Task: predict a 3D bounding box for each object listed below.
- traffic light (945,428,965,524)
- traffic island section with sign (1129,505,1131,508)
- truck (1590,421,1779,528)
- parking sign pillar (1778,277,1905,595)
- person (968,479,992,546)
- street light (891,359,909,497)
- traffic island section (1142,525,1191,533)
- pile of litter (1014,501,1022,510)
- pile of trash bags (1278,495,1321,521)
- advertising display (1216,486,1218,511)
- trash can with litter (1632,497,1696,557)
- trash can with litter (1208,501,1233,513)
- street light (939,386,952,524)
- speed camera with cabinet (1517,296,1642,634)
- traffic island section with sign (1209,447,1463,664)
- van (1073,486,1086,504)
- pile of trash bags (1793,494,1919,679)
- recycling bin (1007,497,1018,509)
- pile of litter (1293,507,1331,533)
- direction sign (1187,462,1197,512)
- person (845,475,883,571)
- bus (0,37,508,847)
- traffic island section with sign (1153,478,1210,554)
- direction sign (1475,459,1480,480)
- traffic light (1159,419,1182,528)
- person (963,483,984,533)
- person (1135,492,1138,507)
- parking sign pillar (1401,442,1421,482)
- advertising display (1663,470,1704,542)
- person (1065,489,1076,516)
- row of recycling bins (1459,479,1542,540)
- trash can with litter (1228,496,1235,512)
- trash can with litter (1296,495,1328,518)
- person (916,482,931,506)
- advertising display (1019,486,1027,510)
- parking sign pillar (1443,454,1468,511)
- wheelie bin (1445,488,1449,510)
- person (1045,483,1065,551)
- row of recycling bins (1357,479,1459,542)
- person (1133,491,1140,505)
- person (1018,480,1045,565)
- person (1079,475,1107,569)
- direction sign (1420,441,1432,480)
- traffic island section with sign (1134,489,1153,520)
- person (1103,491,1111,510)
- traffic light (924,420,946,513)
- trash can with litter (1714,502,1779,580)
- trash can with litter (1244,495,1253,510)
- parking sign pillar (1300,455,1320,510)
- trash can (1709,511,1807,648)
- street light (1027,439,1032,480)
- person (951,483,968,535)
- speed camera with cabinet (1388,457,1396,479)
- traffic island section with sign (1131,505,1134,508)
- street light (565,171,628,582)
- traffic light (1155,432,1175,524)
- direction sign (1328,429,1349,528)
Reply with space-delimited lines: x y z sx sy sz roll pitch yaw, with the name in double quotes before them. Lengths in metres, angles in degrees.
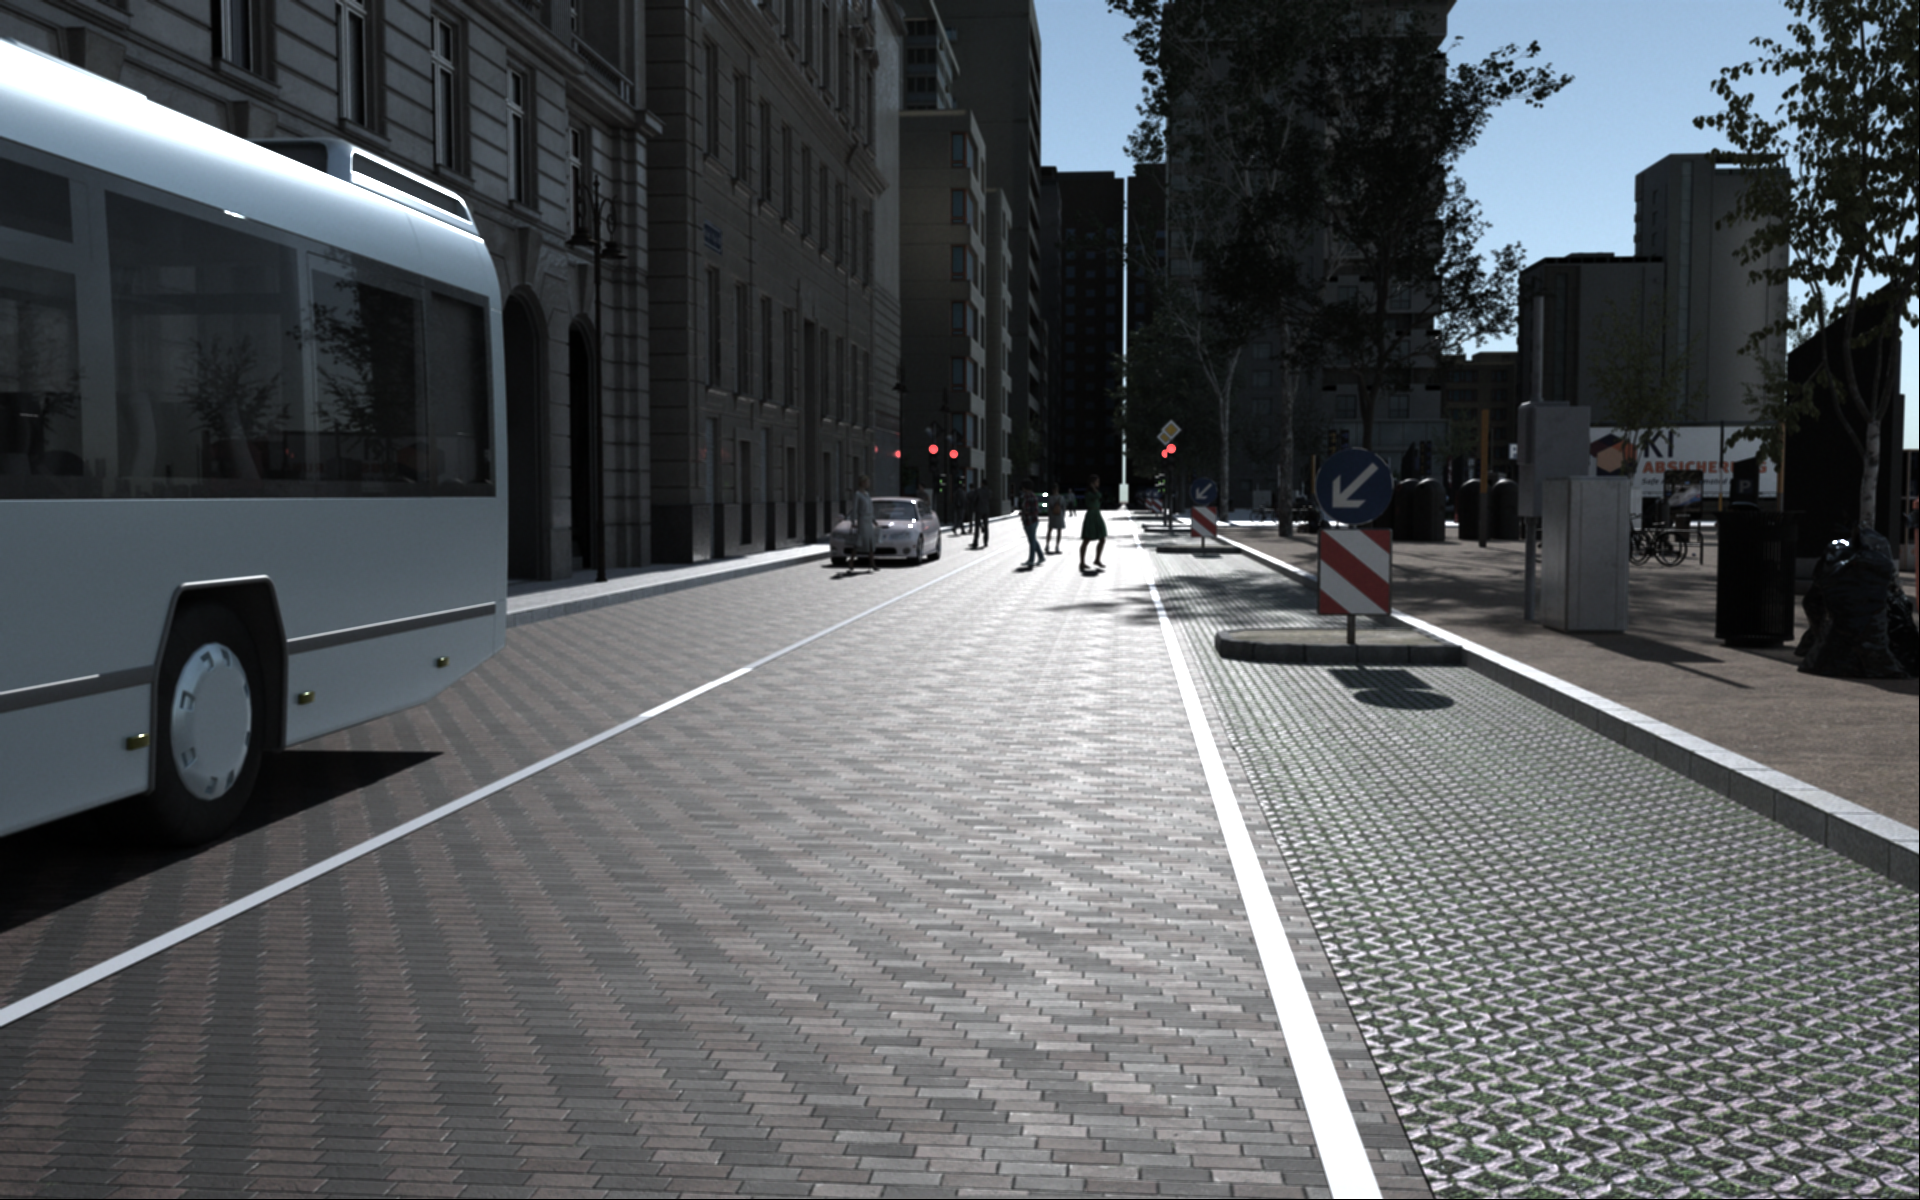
"traffic light" -0.220 -5.198 73.907 0.839 4.253 0.868 0 4 5
"traffic island section with sign" 18.209 -10.172 174.946 1.989 1.847 2.006 0 4 5
"truck" 29.288 -4.817 67.673 11.283 4.237 2.839 0 4 7
"parking sign pillar" 11.312 -2.062 22.180 1.447 3.967 1.447 -3 5 -43
"person" 0.548 -2.401 47.566 0.655 1.846 0.447 -2 4 -26
"street light" -2.024 -5.299 59.434 0.468 5.910 1.993 0 4 5
"traffic island section" 7.951 -2.629 65.257 2.009 0.180 2.903 0 4 5
"pile of litter" 4.534 -7.553 137.457 1.176 0.858 1.719 3 4 38
"pile of trash bags" 16.688 -4.398 81.663 3.447 1.369 1.912 1 4 19
"advertising display" 19.814 -7.831 133.258 0.123 1.923 0.974 0 4 3
"trash can with litter" 14.425 -1.530 36.067 1.678 1.210 2.233 2 4 35
"trash can with litter" 17.427 -6.530 117.829 2.233 1.210 1.678 1 4 8
"street light" -0.620 -6.208 74.296 0.468 5.910 1.993 0 4 5
"speed camera with cabinet" 5.922 -1.371 16.754 0.660 3.252 2.038 0 4 5
"traffic island section with sign" 3.314 -0.421 15.510 1.989 1.847 2.006 0 4 5
"van" 13.835 -11.815 197.563 2.240 2.365 5.245 0 4 6
"pile of trash bags" 6.883 -0.146 12.140 1.912 1.369 3.447 2 4 27
"recycling bin" 4.255 -7.840 140.735 0.722 1.027 0.722 -3 4 -38
"pile of litter" 11.551 -2.615 56.720 1.719 0.858 1.176 2 4 28
"direction sign" 16.557 -8.057 123.734 0.876 3.537 0.379 -2 4 -35
"person" -1.811 -1.442 32.429 0.624 1.780 0.694 3 5 44
"bus" -4.493 -0.556 3.952 2.948 3.499 13.247 0 4 4
"traffic island section with sign" 5.813 -2.062 42.350 1.989 1.847 2.006 0 4 5
"direction sign" 33.016 -7.282 111.061 0.379 3.537 0.876 -3 5 -44
"traffic light" 7.912 -4.662 65.147 0.839 4.253 0.868 0 4 5
"person" 0.506 -3.404 64.112 0.622 1.834 0.822 -2 4 -31
"person" 19.019 -10.892 187.521 0.436 1.711 0.756 1 4 13
"parking sign pillar" 23.496 -6.232 90.358 1.447 3.967 1.447 -1 4 -10
"advertising display" 19.307 -2.510 46.258 0.974 1.923 0.123 1 4 11
"person" 7.064 -6.258 111.310 0.782 1.767 0.515 2 4 35
"row of recycling bins" 15.897 -2.566 49.064 3.534 1.692 1.069 -1 4 -9
"trash can with litter" 19.467 -6.910 124.369 0.624 1.170 1.055 -1 4 -14
"trash can with litter" 18.907 -5.085 94.195 2.233 1.210 1.678 1 4 13
"person" -1.184 -2.562 50.730 0.599 1.781 0.374 2 4 29
"advertising display" 5.126 -7.958 135.332 0.974 1.923 0.123 1 4 10
"parking sign pillar" 33.005 -7.791 115.854 1.447 3.967 1.447 2 4 29
"wheelie bin" 24.606 -4.964 89.068 0.980 1.594 0.693 0 4 6
"person" 2.421 -2.097 43.788 0.512 1.701 0.522 0 4 -7
"row of recycling bins" 12.280 -2.523 48.368 1.069 1.692 3.534 -1 4 -22
"person" 21.612 -12.418 211.665 1.348 1.807 0.705 -3 4 -38
"person" 1.452 -1.558 34.814 0.643 1.720 0.563 -1 4 -11
"person" 2.553 -1.503 33.315 0.529 1.795 0.600 1 4 21
"direction sign" 19.813 -5.001 73.765 0.379 3.537 0.876 -1 4 -16
"traffic island section with sign" 10.991 -5.448 97.699 1.989 1.847 2.006 0 4 5
"person" 13.221 -8.994 156.377 0.721 1.723 1.217 3 5 40
"traffic light" -0.962 -4.712 65.957 0.839 4.253 0.868 0 4 5
"trash can with litter" 11.655 -0.866 25.546 1.055 1.170 0.624 -3 5 -40
"trash can with litter" 23.099 -7.741 137.623 1.678 1.210 2.233 2 4 35
"parking sign pillar" 23.869 -7.935 118.216 1.447 3.967 1.447 0 3 0
"trash can" 6.719 -0.182 14.622 0.748 1.137 0.748 0 3 0
"street light" 5.740 -10.357 142.130 0.468 5.910 1.993 0 4 5
"person" 0.015 -3.216 61.176 0.850 1.850 0.679 -3 5 -40
"speed camera with cabinet" 23.722 -6.030 92.919 2.038 3.252 0.660 1 4 23
"traffic island section with sign" 13.533 -7.109 124.861 1.989 1.847 2.006 0 4 5
"street light" -5.258 -3.207 25.222 0.468 5.910 1.993 0 4 5
"traffic light" 8.655 -5.148 73.097 0.839 4.253 0.868 0 4 5
"direction sign" 13.288 -4.213 60.882 0.876 3.537 0.379 -2 4 -25
